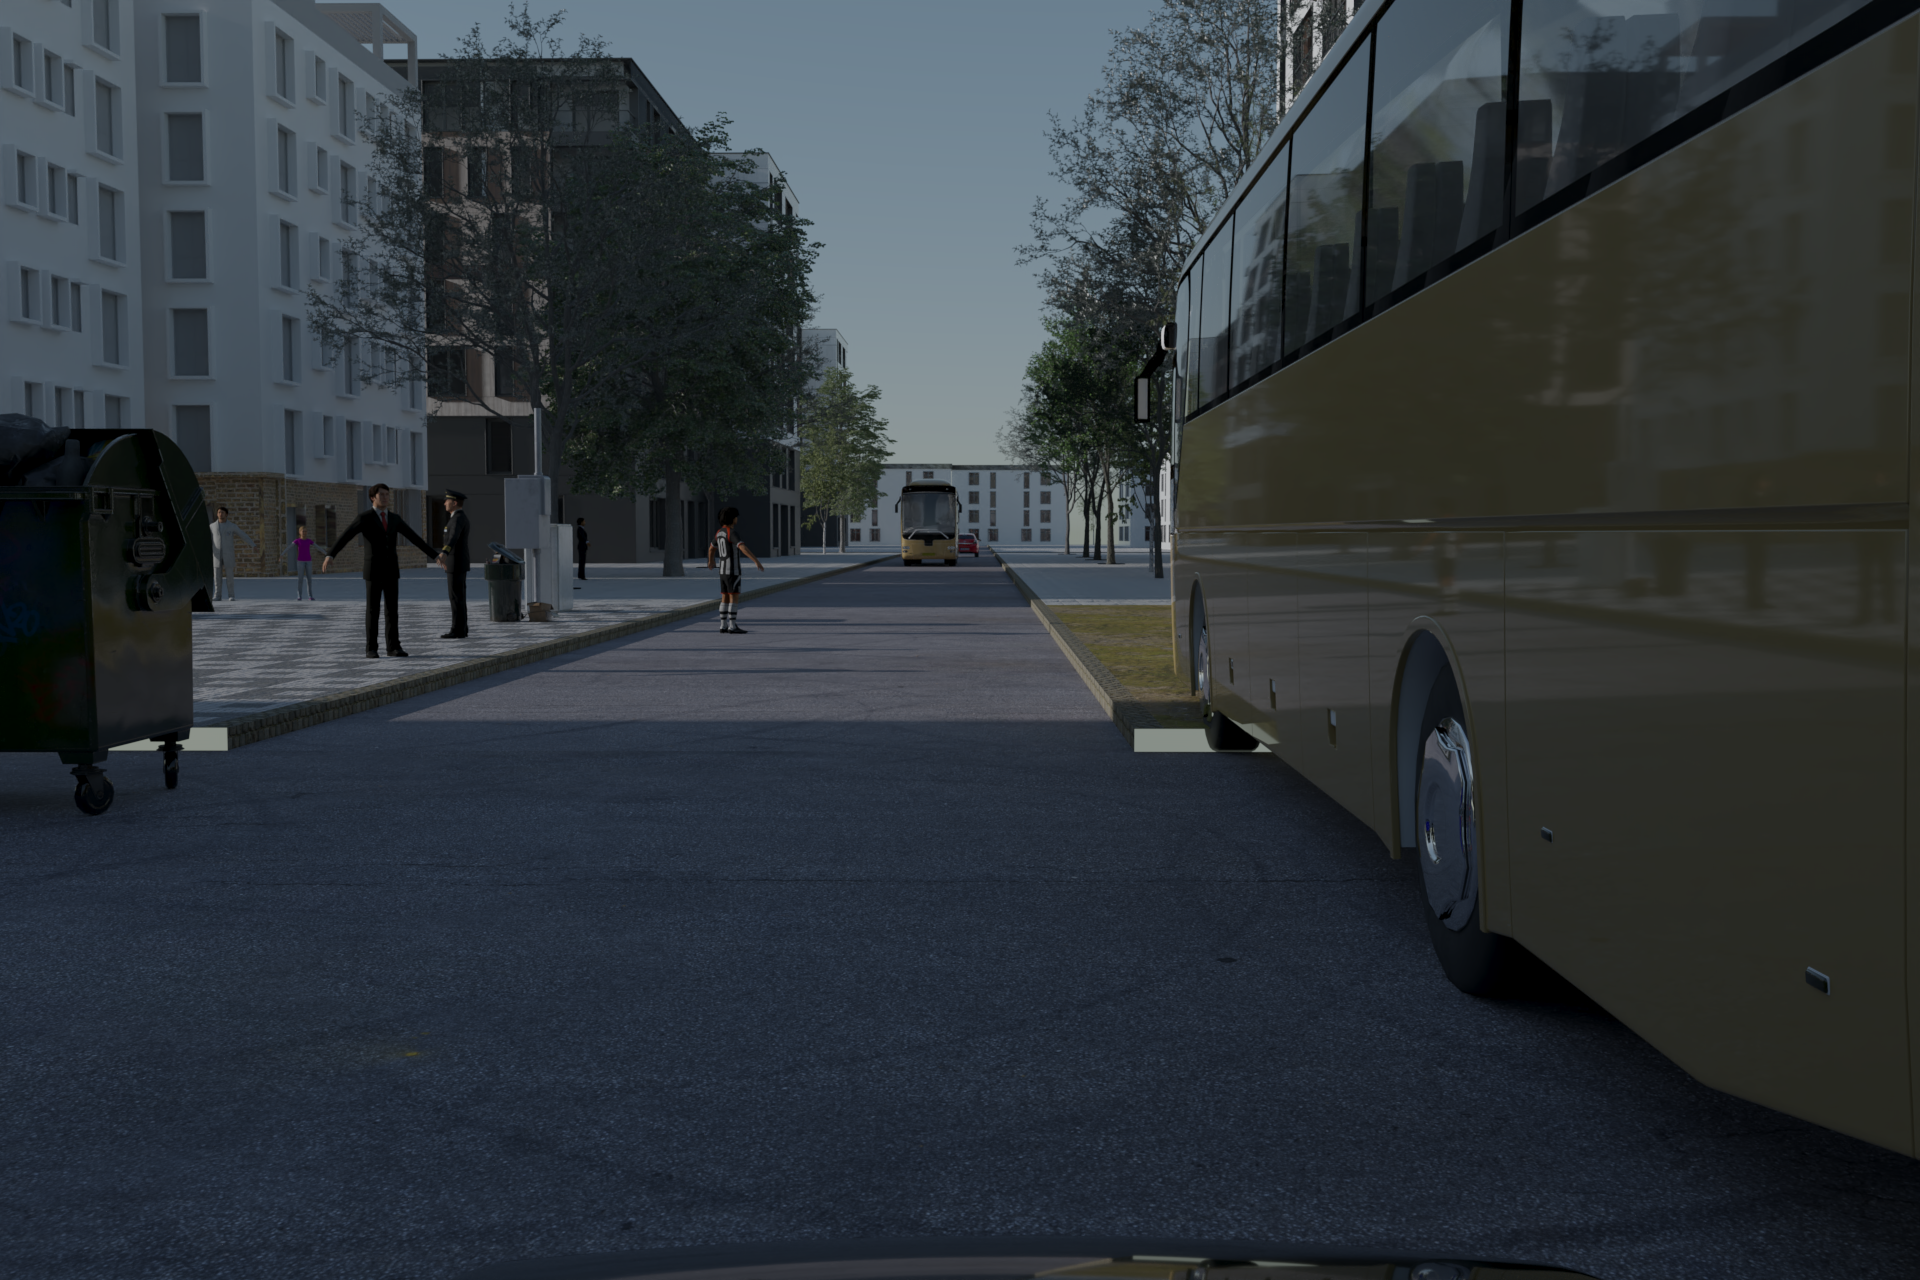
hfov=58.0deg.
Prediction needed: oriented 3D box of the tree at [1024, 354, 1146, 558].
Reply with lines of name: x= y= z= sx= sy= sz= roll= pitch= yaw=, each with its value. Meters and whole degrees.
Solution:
tree: x=6.948 y=-10.283 z=93.890 sx=9.928 sy=11.665 sz=9.643 roll=0 pitch=3 yaw=0

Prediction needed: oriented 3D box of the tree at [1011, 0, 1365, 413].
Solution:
tree: x=6.135 y=-7.659 z=35.591 sx=12.009 sy=13.543 sz=11.850 roll=0 pitch=3 yaw=0

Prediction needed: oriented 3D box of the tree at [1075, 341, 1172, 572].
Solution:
tree: x=6.311 y=-6.596 z=58.212 sx=4.737 sy=8.622 sz=4.395 roll=0 pitch=3 yaw=0

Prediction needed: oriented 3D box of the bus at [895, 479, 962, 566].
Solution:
bus: x=-1.325 y=-5.461 z=80.831 sx=2.896 sy=3.916 sz=12.252 roll=0 pitch=4 yaw=0

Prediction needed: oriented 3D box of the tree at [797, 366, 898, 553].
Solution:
tree: x=-8.101 y=-12.199 z=117.583 sx=7.486 sy=12.596 sz=7.792 roll=0 pitch=3 yaw=0

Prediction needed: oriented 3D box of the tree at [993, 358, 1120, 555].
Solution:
tree: x=6.871 y=-12.112 z=108.400 sx=12.009 sy=13.543 sz=11.850 roll=0 pitch=3 yaw=0

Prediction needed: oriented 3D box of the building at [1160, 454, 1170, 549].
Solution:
building: x=21.986 y=-12.107 z=140.089 sx=9.099 sy=9.664 sz=28.070 roll=0 pitch=4 yaw=1

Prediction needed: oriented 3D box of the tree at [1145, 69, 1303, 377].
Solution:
tree: x=5.673 y=-4.707 z=27.324 sx=4.360 sy=8.622 sz=3.978 roll=0 pitch=3 yaw=0

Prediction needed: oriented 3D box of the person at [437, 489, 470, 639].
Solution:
person: x=-6.243 y=-0.945 z=21.384 sx=0.705 sy=1.837 sz=1.347 roll=-1 pitch=4 yaw=-8

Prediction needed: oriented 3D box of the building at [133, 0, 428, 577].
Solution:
building: x=-25.341 y=-11.997 z=52.563 sx=16.016 sy=20.090 sz=11.380 roll=0 pitch=4 yaw=1

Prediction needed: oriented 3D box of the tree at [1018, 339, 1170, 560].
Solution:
tree: x=6.678 y=-9.697 z=84.309 sx=9.928 sy=11.665 sz=9.643 roll=0 pitch=3 yaw=0

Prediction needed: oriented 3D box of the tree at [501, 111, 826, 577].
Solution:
tree: x=-8.780 y=-8.890 z=52.006 sx=9.857 sy=13.997 sz=8.962 roll=0 pitch=3 yaw=0

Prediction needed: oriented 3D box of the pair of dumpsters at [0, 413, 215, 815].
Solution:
pair of dumpsters: x=-6.448 y=-0.258 z=9.165 sx=4.436 sy=2.255 sz=1.574 roll=0 pitch=4 yaw=0

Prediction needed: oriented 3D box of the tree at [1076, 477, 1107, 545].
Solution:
tree: x=16.413 y=-15.843 z=209.387 sx=4.360 sy=8.622 sz=3.978 roll=0 pitch=3 yaw=0

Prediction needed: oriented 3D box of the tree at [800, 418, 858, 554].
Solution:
tree: x=-8.655 y=-9.819 z=110.906 sx=4.737 sy=8.622 sz=4.395 roll=0 pitch=3 yaw=0

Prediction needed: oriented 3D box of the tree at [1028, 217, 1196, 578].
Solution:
tree: x=5.453 y=-7.062 z=49.872 sx=7.601 sy=10.594 sz=8.767 roll=-1 pitch=4 yaw=-19

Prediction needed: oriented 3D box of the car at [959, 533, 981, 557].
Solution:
car: x=0.270 y=-6.091 z=108.631 sx=2.155 sy=1.783 sz=4.494 roll=0 pitch=4 yaw=-1

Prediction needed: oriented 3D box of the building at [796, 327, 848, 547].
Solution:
building: x=-26.237 y=-19.972 z=170.510 sx=27.936 sy=21.610 sz=32.646 roll=0 pitch=4 yaw=1

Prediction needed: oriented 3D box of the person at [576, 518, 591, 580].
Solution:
person: x=-10.447 y=-2.538 z=48.216 sx=0.721 sy=1.740 sz=1.216 roll=-1 pitch=4 yaw=-22

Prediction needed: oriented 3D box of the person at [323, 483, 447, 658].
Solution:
person: x=-6.000 y=-0.723 z=18.009 sx=1.347 sy=1.806 sz=0.705 roll=-3 pitch=5 yaw=-44

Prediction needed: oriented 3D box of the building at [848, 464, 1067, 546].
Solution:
building: x=-1.036 y=-16.045 z=206.947 sx=28.070 sy=9.664 sz=9.099 roll=0 pitch=4 yaw=0

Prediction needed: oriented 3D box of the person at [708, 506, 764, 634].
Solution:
person: x=-3.285 y=-0.997 z=24.910 sx=0.704 sy=1.843 sz=1.345 roll=-3 pitch=5 yaw=-41

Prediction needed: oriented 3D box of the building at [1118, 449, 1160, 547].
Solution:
building: x=21.201 y=-13.972 z=170.587 sx=9.099 sy=9.664 sz=28.070 roll=0 pitch=4 yaw=0

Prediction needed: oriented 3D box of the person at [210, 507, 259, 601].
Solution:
person: x=-14.135 y=-1.653 z=33.219 sx=1.347 sy=1.806 sz=0.705 roll=-1 pitch=4 yaw=-10

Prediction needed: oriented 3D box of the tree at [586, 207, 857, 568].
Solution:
tree: x=-9.409 y=-9.454 z=64.944 sx=12.009 sy=13.543 sz=11.850 roll=0 pitch=3 yaw=0

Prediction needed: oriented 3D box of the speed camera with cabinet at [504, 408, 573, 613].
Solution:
speed camera with cabinet: x=-6.805 y=-2.059 z=28.008 sx=0.660 sy=3.252 sz=2.038 roll=0 pitch=4 yaw=2

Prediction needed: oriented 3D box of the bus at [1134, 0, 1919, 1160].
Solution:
bus: x=2.765 y=-1.017 z=8.178 sx=2.896 sy=3.916 sz=12.252 roll=0 pitch=4 yaw=1

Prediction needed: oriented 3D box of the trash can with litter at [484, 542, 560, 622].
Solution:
trash can with litter: x=-6.433 y=-0.860 z=25.440 sx=1.055 sy=1.170 sz=0.624 roll=0 pitch=4 yaw=2

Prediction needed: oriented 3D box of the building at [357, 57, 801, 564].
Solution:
building: x=-24.209 y=-15.121 z=91.205 sx=27.936 sy=21.610 sz=32.646 roll=0 pitch=4 yaw=1

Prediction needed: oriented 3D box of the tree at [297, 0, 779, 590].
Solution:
tree: x=-9.427 y=-7.921 z=39.882 sx=12.009 sy=13.543 sz=11.850 roll=0 pitch=3 yaw=0

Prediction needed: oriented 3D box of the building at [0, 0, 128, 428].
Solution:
building: x=-28.199 y=-10.968 z=35.743 sx=16.016 sy=20.090 sz=11.380 roll=0 pitch=4 yaw=0

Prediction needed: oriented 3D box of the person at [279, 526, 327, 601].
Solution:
person: x=-12.636 y=-1.478 z=33.428 sx=0.991 sy=1.433 sz=0.599 roll=-2 pitch=4 yaw=-35

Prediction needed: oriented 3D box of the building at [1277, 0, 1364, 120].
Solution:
building: x=25.072 y=-13.417 z=63.335 sx=27.936 sy=21.610 sz=32.646 roll=0 pitch=4 yaw=1

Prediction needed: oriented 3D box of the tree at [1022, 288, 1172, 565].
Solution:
tree: x=6.261 y=-9.004 z=72.965 sx=9.928 sy=11.665 sz=9.643 roll=0 pitch=3 yaw=0
